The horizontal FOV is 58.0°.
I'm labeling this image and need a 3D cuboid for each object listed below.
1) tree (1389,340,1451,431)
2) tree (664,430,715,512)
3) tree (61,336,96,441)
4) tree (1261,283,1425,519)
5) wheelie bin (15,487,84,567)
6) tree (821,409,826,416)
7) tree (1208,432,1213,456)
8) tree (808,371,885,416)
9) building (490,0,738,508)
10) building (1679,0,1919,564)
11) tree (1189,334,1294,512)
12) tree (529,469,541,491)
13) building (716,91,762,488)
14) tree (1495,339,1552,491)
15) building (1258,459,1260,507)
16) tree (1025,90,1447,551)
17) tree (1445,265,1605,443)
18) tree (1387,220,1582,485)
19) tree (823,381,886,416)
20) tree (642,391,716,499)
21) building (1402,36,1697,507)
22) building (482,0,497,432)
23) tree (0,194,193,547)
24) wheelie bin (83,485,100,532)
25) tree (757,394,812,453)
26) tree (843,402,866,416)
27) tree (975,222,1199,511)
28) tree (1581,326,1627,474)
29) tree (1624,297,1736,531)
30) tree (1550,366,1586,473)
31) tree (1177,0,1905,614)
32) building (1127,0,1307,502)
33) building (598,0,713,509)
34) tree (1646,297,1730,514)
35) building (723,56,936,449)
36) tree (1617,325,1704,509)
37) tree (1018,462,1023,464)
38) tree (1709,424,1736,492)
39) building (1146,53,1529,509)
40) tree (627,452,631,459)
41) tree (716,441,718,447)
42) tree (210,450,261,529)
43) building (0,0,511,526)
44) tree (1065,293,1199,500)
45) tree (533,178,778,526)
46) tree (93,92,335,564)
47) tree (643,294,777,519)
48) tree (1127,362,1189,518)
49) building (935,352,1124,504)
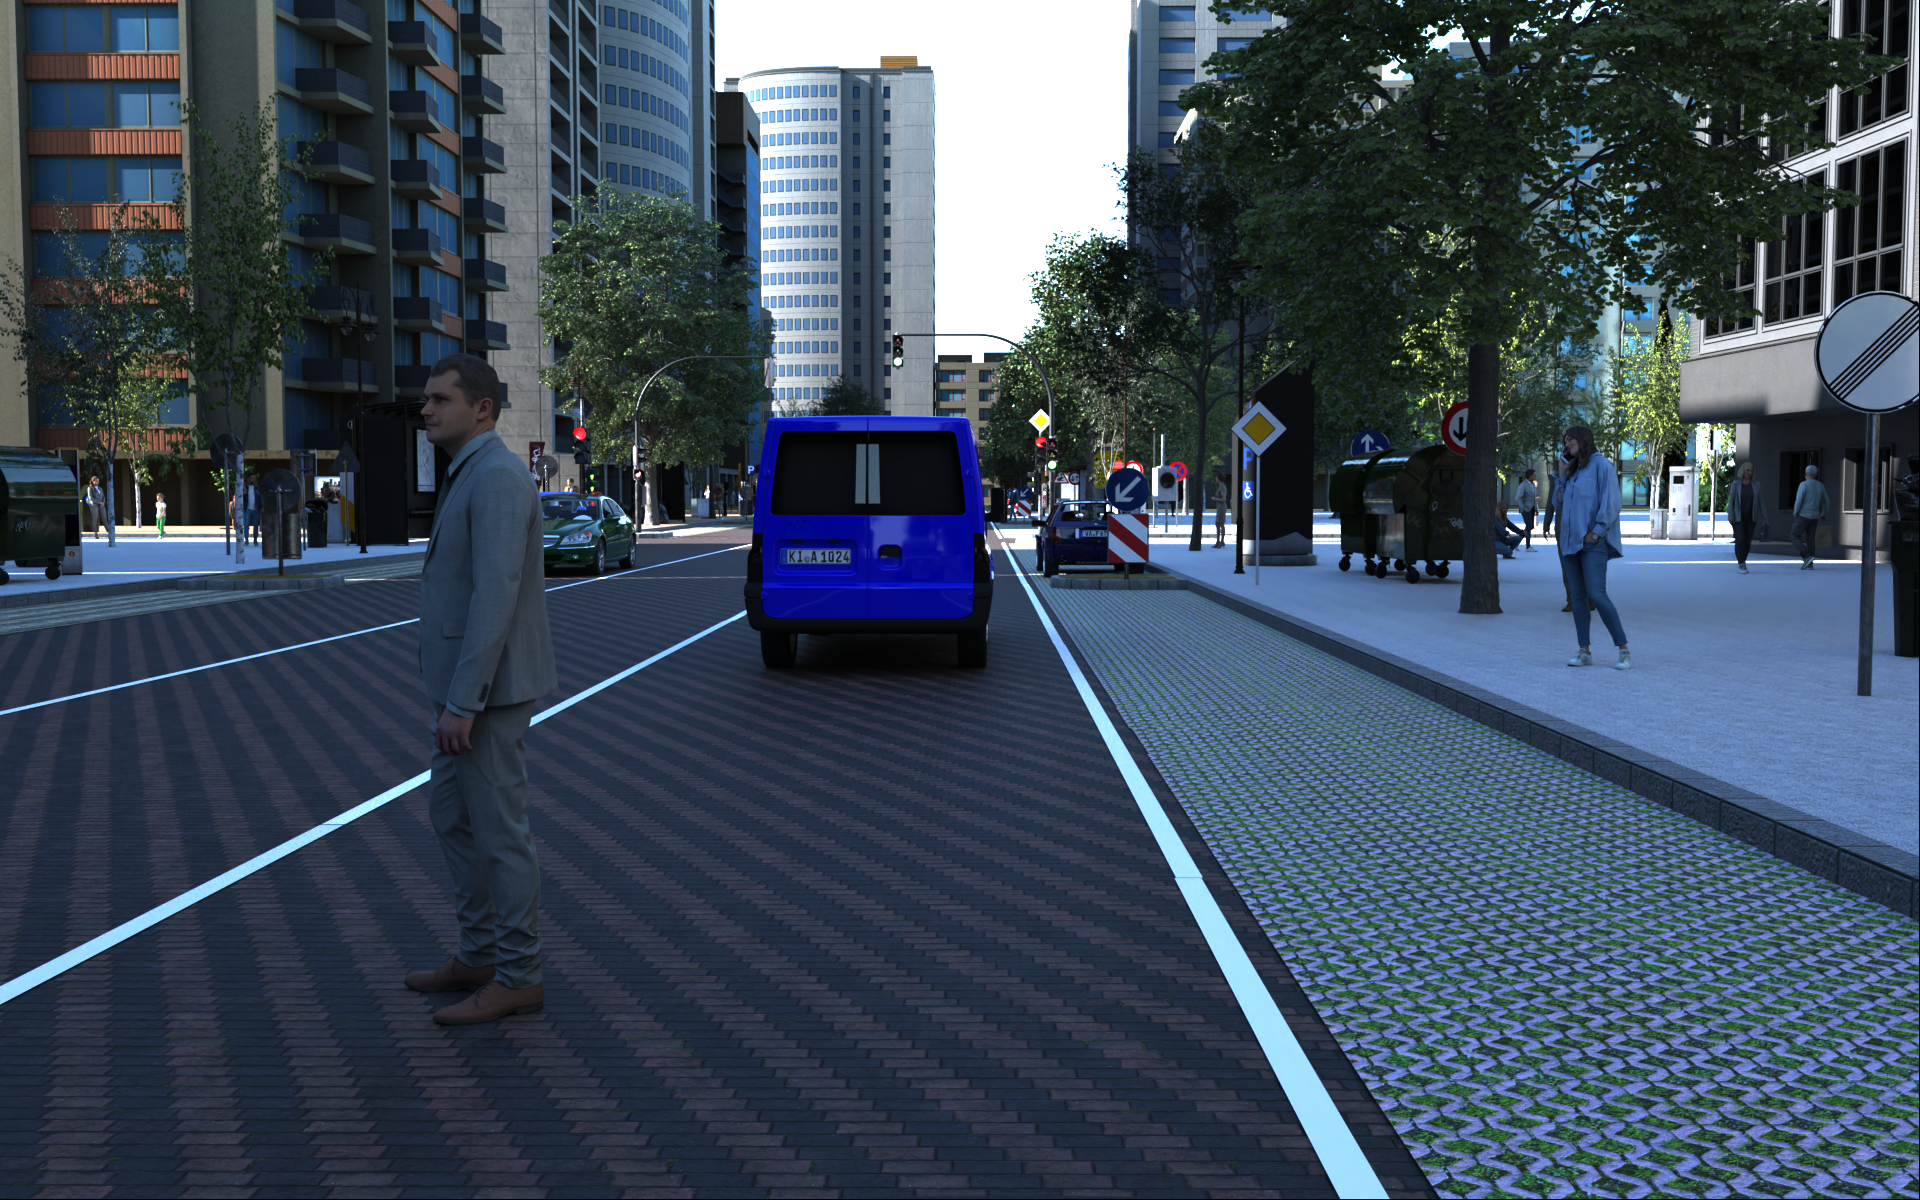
[{"bbox_3d":[29.653,-11.684,116.796,9.928,11.665,9.643,0,3,0],"label":"tree"},{"bbox_3d":[-19.205,-10.558,122.978,4.737,8.622,4.395,0,3,0],"label":"tree"},{"bbox_3d":[-31.185,-7.016,65.073,4.737,8.622,4.395,0,3,0],"label":"tree"},{"bbox_3d":[19.768,-10.600,90.312,9.611,12.733,9.660,0,3,0],"label":"tree"},{"bbox_3d":[-16.184,-1.384,30.544,0.693,1.594,0.980,2,4,23],"label":"wheelie bin"},{"bbox_3d":[-12.227,-11.781,142.979,4.737,8.622,4.395,0,3,0],"label":"tree"},{"bbox_3d":[15.044,-10.076,115.101,4.360,8.622,3.978,0,3,0],"label":"tree"},{"bbox_3d":[-11.680,-16.074,173.186,12.009,13.543,11.850,0,3,0],"label":"tree"},{"bbox_3d":[-32.667,-44.783,170.448,20.563,71.187,20.611,0,4,1],"label":"building"},{"bbox_3d":[22.453,-14.191,25.536,14.314,27.812,24.014,0,4,1],"label":"building"},{"bbox_3d":[13.693,-7.827,78.329,4.737,8.622,4.395,0,3,0],"label":"tree"},{"bbox_3d":[-25.733,-6.691,103.996,1.663,3.219,1.824,0,3,0],"label":"tree"},{"bbox_3d":[-29.713,-33.008,189.793,14.200,45.320,14.600,0,4,1],"label":"building"},{"bbox_3d":[24.911,-7.948,80.310,4.360,8.622,3.978,0,3,0],"label":"tree"},{"bbox_3d":[36.571,-37.448,235.973,21.600,48.544,21.300,0,4,1],"label":"building"},{"bbox_3d":[5.672,-6.391,38.911,7.601,10.594,8.767,0,4,-3],"label":"tree"},{"bbox_3d":[20.530,-8.153,67.717,8.767,10.594,7.601,1,4,15],"label":"tree"},{"bbox_3d":[12.681,-5.735,44.131,4.737,8.622,4.395,0,3,0],"label":"tree"},{"bbox_3d":[-11.666,-17.594,194.319,9.857,13.997,8.962,0,3,0],"label":"tree"},{"bbox_3d":[-19.387,-10.215,117.375,4.360,8.622,3.978,0,3,0],"label":"tree"},{"bbox_3d":[61.963,-34.537,184.286,30.456,49.044,23.786,0,4,1],"label":"building"},{"bbox_3d":[-33.038,-41.403,115.189,20.563,71.187,20.611,0,4,1],"label":"building"},{"bbox_3d":[-20.794,-5.584,41.666,4.360,8.622,3.978,0,3,0],"label":"tree"},{"bbox_3d":[-29.520,-3.103,58.648,0.980,1.594,0.693,3,5,43],"label":"wheelie bin"},{"bbox_3d":[-12.771,-10.833,127.477,4.737,8.622,4.395,0,3,0],"label":"tree"},{"bbox_3d":[-12.305,-17.792,207.910,9.611,12.733,9.660,0,3,0],"label":"tree"},{"bbox_3d":[5.437,-9.562,73.351,9.611,12.733,9.660,0,3,0],"label":"tree"},{"bbox_3d":[28.463,-7.351,70.557,4.737,8.622,4.395,0,3,0],"label":"tree"},{"bbox_3d":[26.669,-6.744,60.619,4.737,8.622,4.395,0,3,0],"label":"tree"},{"bbox_3d":[31.790,-8.742,93.294,4.360,8.622,3.978,0,3,0],"label":"tree"},{"bbox_3d":[5.758,-6.103,17.914,7.486,12.596,7.792,0,3,0],"label":"tree"},{"bbox_3d":[28.079,-39.139,181.923,21.231,58.520,28.212,0,4,1],"label":"building"},{"bbox_3d":[-33.676,-36.971,146.477,21.231,58.520,28.212,0,4,1],"label":"building"},{"bbox_3d":[51.563,-12.967,113.831,13.155,14.587,18.604,-2,4,-31],"label":"tree"},{"bbox_3d":[-17.437,-42.482,236.577,28.212,58.520,21.231,0,4,1],"label":"building"},{"bbox_3d":[31.030,-7.724,76.644,4.360,8.622,3.978,0,3,0],"label":"tree"},{"bbox_3d":[6.498,-11.115,116.144,7.601,10.594,8.767,-3,5,-41],"label":"tree"},{"bbox_3d":[44.684,-7.756,89.720,11.467,7.101,20.602,0,4,7],"label":"tree"},{"bbox_3d":[32.925,-28.410,156.382,32.217,40.220,23.993,0,4,1],"label":"building"},{"bbox_3d":[-24.929,-9.001,130.876,4.285,4.588,4.351,0,3,0],"label":"tree"},{"bbox_3d":[-19.561,-10.916,128.834,4.360,8.622,3.978,0,3,0],"label":"tree"},{"bbox_3d":[-26.615,-4.195,63.187,1.663,3.219,1.824,0,3,0],"label":"tree"},{"bbox_3d":[-34.361,-26.107,81.479,22.147,44.769,28.867,0,4,1],"label":"building"},{"bbox_3d":[5.511,-6.821,61.883,4.360,8.622,3.978,0,3,0],"label":"tree"},{"bbox_3d":[-12.484,-10.010,70.322,9.857,13.997,8.962,0,3,0],"label":"tree"},{"bbox_3d":[-13.437,-4.989,31.928,4.737,8.622,4.395,0,3,0],"label":"tree"},{"bbox_3d":[-13.081,-10.049,90.061,9.928,11.665,9.643,0,3,0],"label":"tree"},{"bbox_3d":[10.525,-8.717,92.892,4.737,8.622,4.395,0,3,0],"label":"tree"},{"bbox_3d":[11.359,-24.214,240.930,28.899,21.520,27.650,0,4,1],"label":"building"}]
